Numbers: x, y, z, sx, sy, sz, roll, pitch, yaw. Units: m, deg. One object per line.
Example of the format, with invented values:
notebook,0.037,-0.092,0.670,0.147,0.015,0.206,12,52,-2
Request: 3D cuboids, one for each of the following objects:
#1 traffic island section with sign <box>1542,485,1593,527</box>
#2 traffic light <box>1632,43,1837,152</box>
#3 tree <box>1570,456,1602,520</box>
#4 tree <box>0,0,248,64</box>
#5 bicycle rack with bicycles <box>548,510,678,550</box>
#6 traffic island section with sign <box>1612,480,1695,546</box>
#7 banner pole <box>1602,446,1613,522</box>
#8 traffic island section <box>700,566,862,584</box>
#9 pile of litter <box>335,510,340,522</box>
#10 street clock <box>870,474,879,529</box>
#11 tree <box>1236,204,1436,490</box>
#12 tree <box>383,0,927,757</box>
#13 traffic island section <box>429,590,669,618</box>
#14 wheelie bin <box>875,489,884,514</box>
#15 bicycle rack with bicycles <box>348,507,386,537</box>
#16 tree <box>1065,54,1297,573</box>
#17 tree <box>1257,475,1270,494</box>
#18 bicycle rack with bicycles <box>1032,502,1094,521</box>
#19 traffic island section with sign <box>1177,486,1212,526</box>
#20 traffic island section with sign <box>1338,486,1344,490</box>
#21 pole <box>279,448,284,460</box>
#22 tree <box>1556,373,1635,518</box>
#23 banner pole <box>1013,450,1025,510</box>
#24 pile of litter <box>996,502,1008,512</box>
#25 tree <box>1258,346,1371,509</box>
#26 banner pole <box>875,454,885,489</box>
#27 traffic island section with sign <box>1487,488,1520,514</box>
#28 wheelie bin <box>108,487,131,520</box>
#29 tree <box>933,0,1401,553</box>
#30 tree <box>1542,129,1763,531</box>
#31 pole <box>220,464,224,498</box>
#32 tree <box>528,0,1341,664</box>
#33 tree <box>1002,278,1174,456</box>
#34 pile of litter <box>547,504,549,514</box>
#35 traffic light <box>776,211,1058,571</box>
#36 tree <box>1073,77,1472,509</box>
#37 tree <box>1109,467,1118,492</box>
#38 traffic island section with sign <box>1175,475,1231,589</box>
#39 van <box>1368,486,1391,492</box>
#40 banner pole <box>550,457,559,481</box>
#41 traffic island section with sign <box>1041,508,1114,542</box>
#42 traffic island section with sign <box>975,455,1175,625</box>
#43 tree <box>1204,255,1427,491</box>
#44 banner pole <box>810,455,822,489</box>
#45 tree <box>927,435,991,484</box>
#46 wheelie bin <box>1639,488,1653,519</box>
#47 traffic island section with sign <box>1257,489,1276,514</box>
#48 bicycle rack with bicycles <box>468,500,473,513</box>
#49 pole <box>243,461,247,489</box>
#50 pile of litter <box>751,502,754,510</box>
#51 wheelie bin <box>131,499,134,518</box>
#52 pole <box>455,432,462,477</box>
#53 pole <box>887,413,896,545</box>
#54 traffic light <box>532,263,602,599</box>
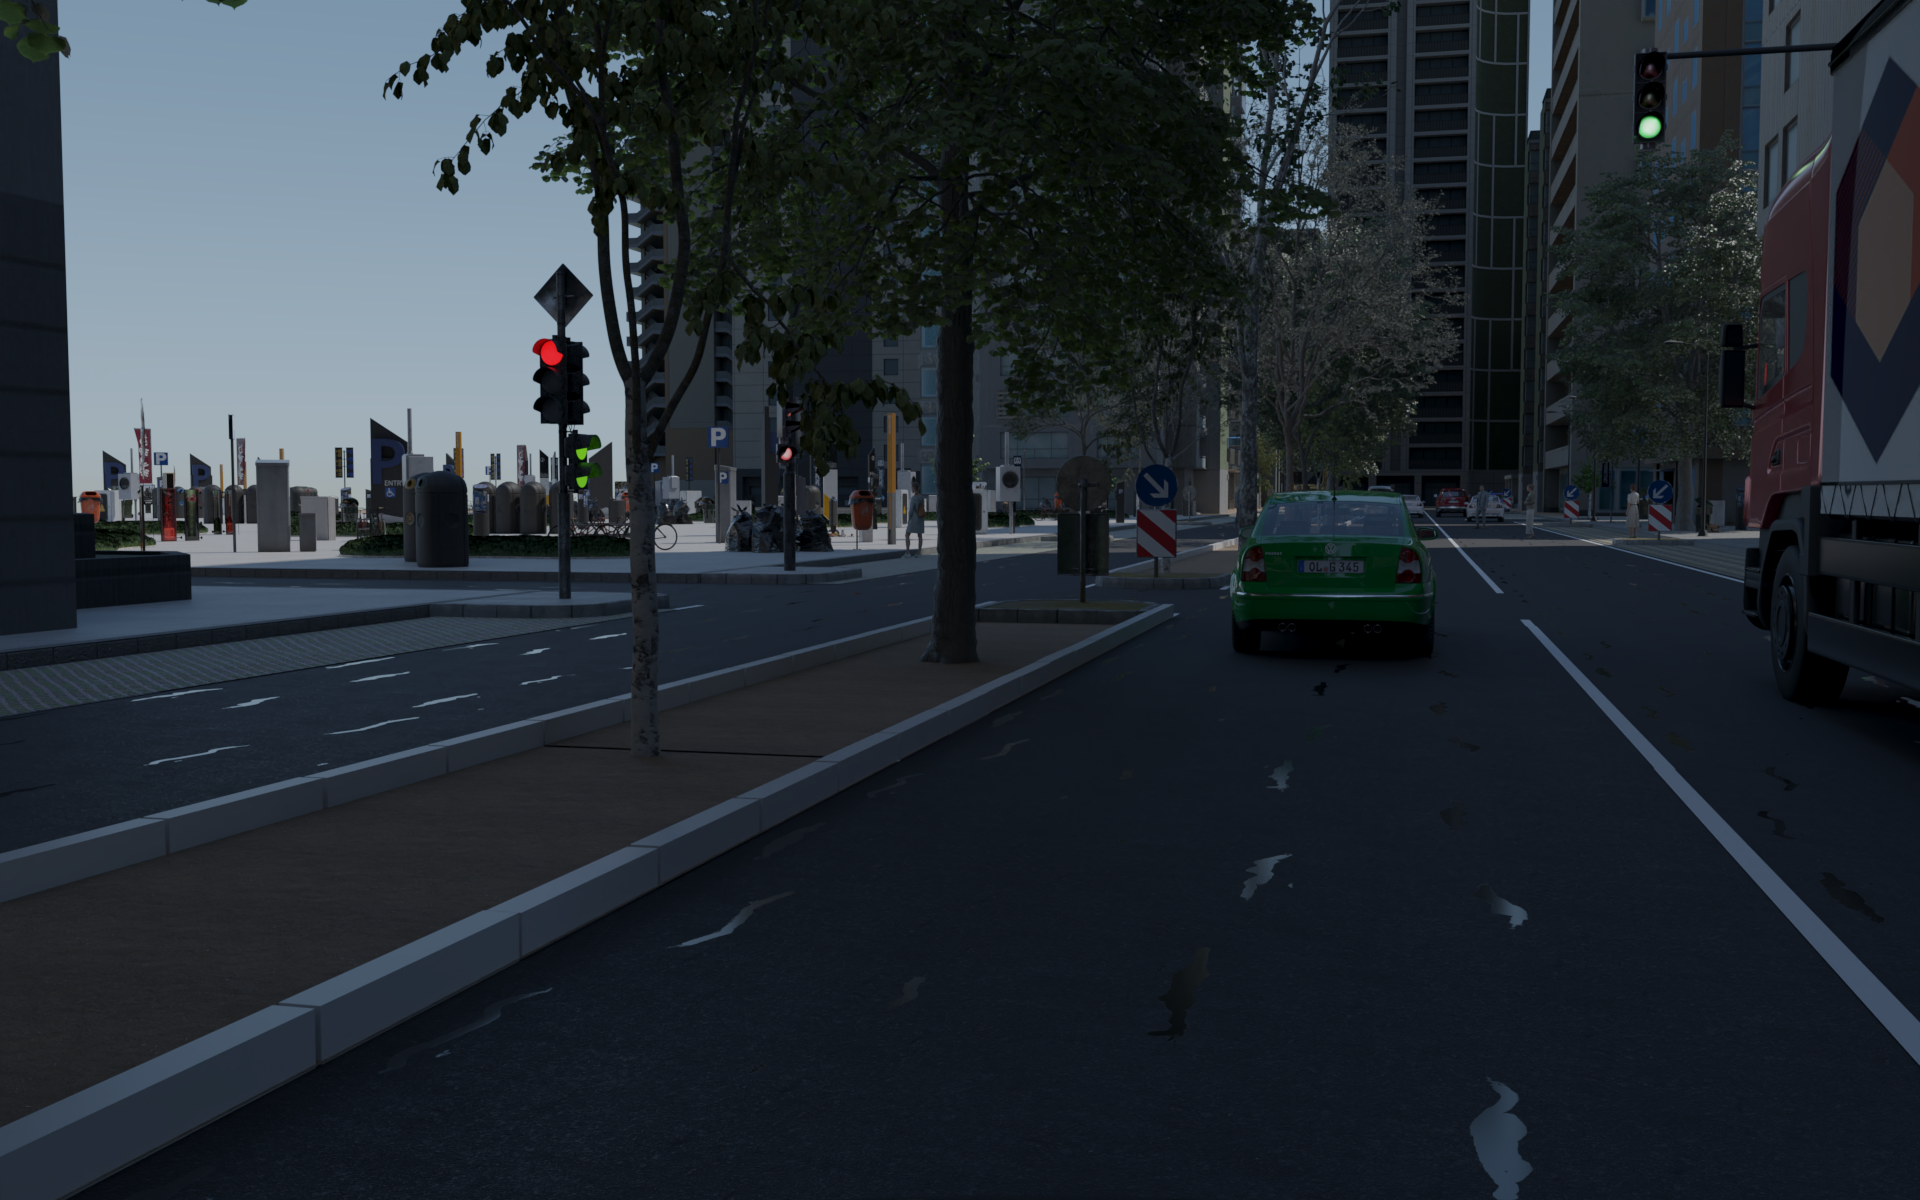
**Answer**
traffic island section with sign,26.293,-4.059,74.998,1.989,1.847,2.006,1,4,14
traffic light,9.207,-2.613,17.394,4.771,5.953,1.251,1,4,14
tree,31.686,-5.692,87.668,1.663,3.219,1.824,0,3,0
tree,-3.308,-5.030,2.831,7.486,12.596,7.792,0,3,0
bicycle rack with bicycles,-7.877,-1.582,39.240,2.925,0.926,2.852,-1,4,-14
traffic island section with sign,19.538,-2.463,48.900,1.989,1.847,2.006,1,4,14
banner pole,29.377,-5.412,78.497,0.863,3.779,0.401,-2,4,-26
traffic island section,-2.869,-0.412,29.016,2.009,0.180,2.903,1,4,14
pile of litter,-23.050,-3.068,64.132,1.176,0.858,1.719,0,4,6
street clock,-3.106,-3.562,62.802,0.358,2.002,0.471,-1,4,-19
tree,16.585,-10.281,77.207,9.857,13.997,8.962,0,3,0
tree,-1.734,-3.433,8.949,4.737,8.622,4.395,0,3,0
traffic island section,-4.869,0.061,21.285,2.009,0.180,2.903,1,4,14
wheelie bin,-4.809,-5.563,98.865,0.980,1.594,0.693,0,4,-5
bicycle rack with bicycles,-15.386,-2.055,46.984,2.852,0.926,2.925,0,4,-3
tree,3.377,-4.601,28.052,4.360,8.622,3.978,0,3,0
tree,26.620,-9.780,154.510,1.663,3.219,1.824,0,3,0
bicycle rack with bicycles,5.052,-4.296,83.617,2.925,0.926,2.852,0,4,8
traffic island section with sign,10.555,-4.337,79.540,1.989,1.847,2.006,1,4,14
traffic island section with sign,21.979,-5.610,99.862,2.006,1.907,1.989,1,4,14
pole,-30.245,-5.105,77.310,0.158,3.312,0.155,0,3,0
tree,33.751,-8.666,92.044,4.360,8.622,3.978,0,3,0
banner pole,3.443,-6.669,99.059,0.863,3.779,0.401,0,4,-2
pile of litter,2.626,-5.152,98.200,1.719,0.858,1.176,0,4,4
tree,14.539,-7.152,69.749,4.737,8.622,4.395,0,3,0
banner pole,-5.010,-7.114,106.336,0.863,3.779,0.401,1,4,17
traffic island section with sign,38.792,-7.018,123.367,1.989,1.847,2.006,1,4,14
wheelie bin,-39.355,-4.444,80.570,0.693,1.594,0.980,2,4,28
tree,5.301,-11.003,38.251,12.611,20.169,13.585,0,3,0
tree,25.257,-9.394,60.254,9.857,13.997,8.962,0,3,0
pole,-50.429,-7.613,118.323,0.158,3.312,0.155,0,3,0
tree,-0.053,-5.762,14.799,7.486,12.596,7.792,0,3,0
tree,5.132,-8.267,69.575,7.601,10.594,8.767,1,4,12
pile of litter,-20.813,-4.505,87.620,1.719,0.858,1.176,2,4,30
traffic light,-0.785,-3.285,28.382,4.771,5.953,1.251,1,4,14
tree,9.821,-8.466,51.239,12.009,13.543,11.850,0,3,0
tree,8.653,-6.596,102.448,1.663,3.219,1.824,0,3,0
traffic island section with sign,3.166,-1.160,27.107,2.006,1.907,1.989,1,4,14
van,22.199,-5.161,91.389,2.013,2.044,4.112,1,4,14
banner pole,-24.105,-6.954,103.710,0.863,3.779,0.401,0,4,-3
traffic island section with sign,3.625,-2.699,52.763,1.989,1.847,2.006,1,4,14
traffic island section with sign,1.302,-0.722,19.938,2.006,1.907,1.989,1,4,14
tree,12.842,-7.755,63.665,8.767,10.594,7.601,1,4,14
banner pole,-7.995,-6.440,95.309,0.863,3.779,0.401,1,4,15
tree,-0.210,-3.337,49.168,1.663,3.219,1.824,0,3,0
wheelie bin,35.145,-4.953,88.887,0.693,1.594,0.980,-1,4,-11
traffic island section with sign,22.949,-7.268,127.461,1.989,1.847,2.006,1,4,14
bicycle rack with bicycles,-29.876,-5.473,102.862,2.852,0.926,2.925,2,4,30
pole,-44.366,-6.951,107.489,0.158,3.312,0.155,0,3,0
pile of litter,-12.637,-5.469,103.385,1.719,0.858,1.176,2,4,34
wheelie bin,-44.451,-5.147,92.063,0.693,1.594,0.980,2,4,24
pole,-16.364,-3.839,56.603,0.158,3.312,0.155,0,3,0
pole,-1.731,-3.058,43.837,0.158,3.312,0.155,0,3,0
traffic light,-4.833,-1.971,21.141,0.839,4.253,0.868,1,4,14
